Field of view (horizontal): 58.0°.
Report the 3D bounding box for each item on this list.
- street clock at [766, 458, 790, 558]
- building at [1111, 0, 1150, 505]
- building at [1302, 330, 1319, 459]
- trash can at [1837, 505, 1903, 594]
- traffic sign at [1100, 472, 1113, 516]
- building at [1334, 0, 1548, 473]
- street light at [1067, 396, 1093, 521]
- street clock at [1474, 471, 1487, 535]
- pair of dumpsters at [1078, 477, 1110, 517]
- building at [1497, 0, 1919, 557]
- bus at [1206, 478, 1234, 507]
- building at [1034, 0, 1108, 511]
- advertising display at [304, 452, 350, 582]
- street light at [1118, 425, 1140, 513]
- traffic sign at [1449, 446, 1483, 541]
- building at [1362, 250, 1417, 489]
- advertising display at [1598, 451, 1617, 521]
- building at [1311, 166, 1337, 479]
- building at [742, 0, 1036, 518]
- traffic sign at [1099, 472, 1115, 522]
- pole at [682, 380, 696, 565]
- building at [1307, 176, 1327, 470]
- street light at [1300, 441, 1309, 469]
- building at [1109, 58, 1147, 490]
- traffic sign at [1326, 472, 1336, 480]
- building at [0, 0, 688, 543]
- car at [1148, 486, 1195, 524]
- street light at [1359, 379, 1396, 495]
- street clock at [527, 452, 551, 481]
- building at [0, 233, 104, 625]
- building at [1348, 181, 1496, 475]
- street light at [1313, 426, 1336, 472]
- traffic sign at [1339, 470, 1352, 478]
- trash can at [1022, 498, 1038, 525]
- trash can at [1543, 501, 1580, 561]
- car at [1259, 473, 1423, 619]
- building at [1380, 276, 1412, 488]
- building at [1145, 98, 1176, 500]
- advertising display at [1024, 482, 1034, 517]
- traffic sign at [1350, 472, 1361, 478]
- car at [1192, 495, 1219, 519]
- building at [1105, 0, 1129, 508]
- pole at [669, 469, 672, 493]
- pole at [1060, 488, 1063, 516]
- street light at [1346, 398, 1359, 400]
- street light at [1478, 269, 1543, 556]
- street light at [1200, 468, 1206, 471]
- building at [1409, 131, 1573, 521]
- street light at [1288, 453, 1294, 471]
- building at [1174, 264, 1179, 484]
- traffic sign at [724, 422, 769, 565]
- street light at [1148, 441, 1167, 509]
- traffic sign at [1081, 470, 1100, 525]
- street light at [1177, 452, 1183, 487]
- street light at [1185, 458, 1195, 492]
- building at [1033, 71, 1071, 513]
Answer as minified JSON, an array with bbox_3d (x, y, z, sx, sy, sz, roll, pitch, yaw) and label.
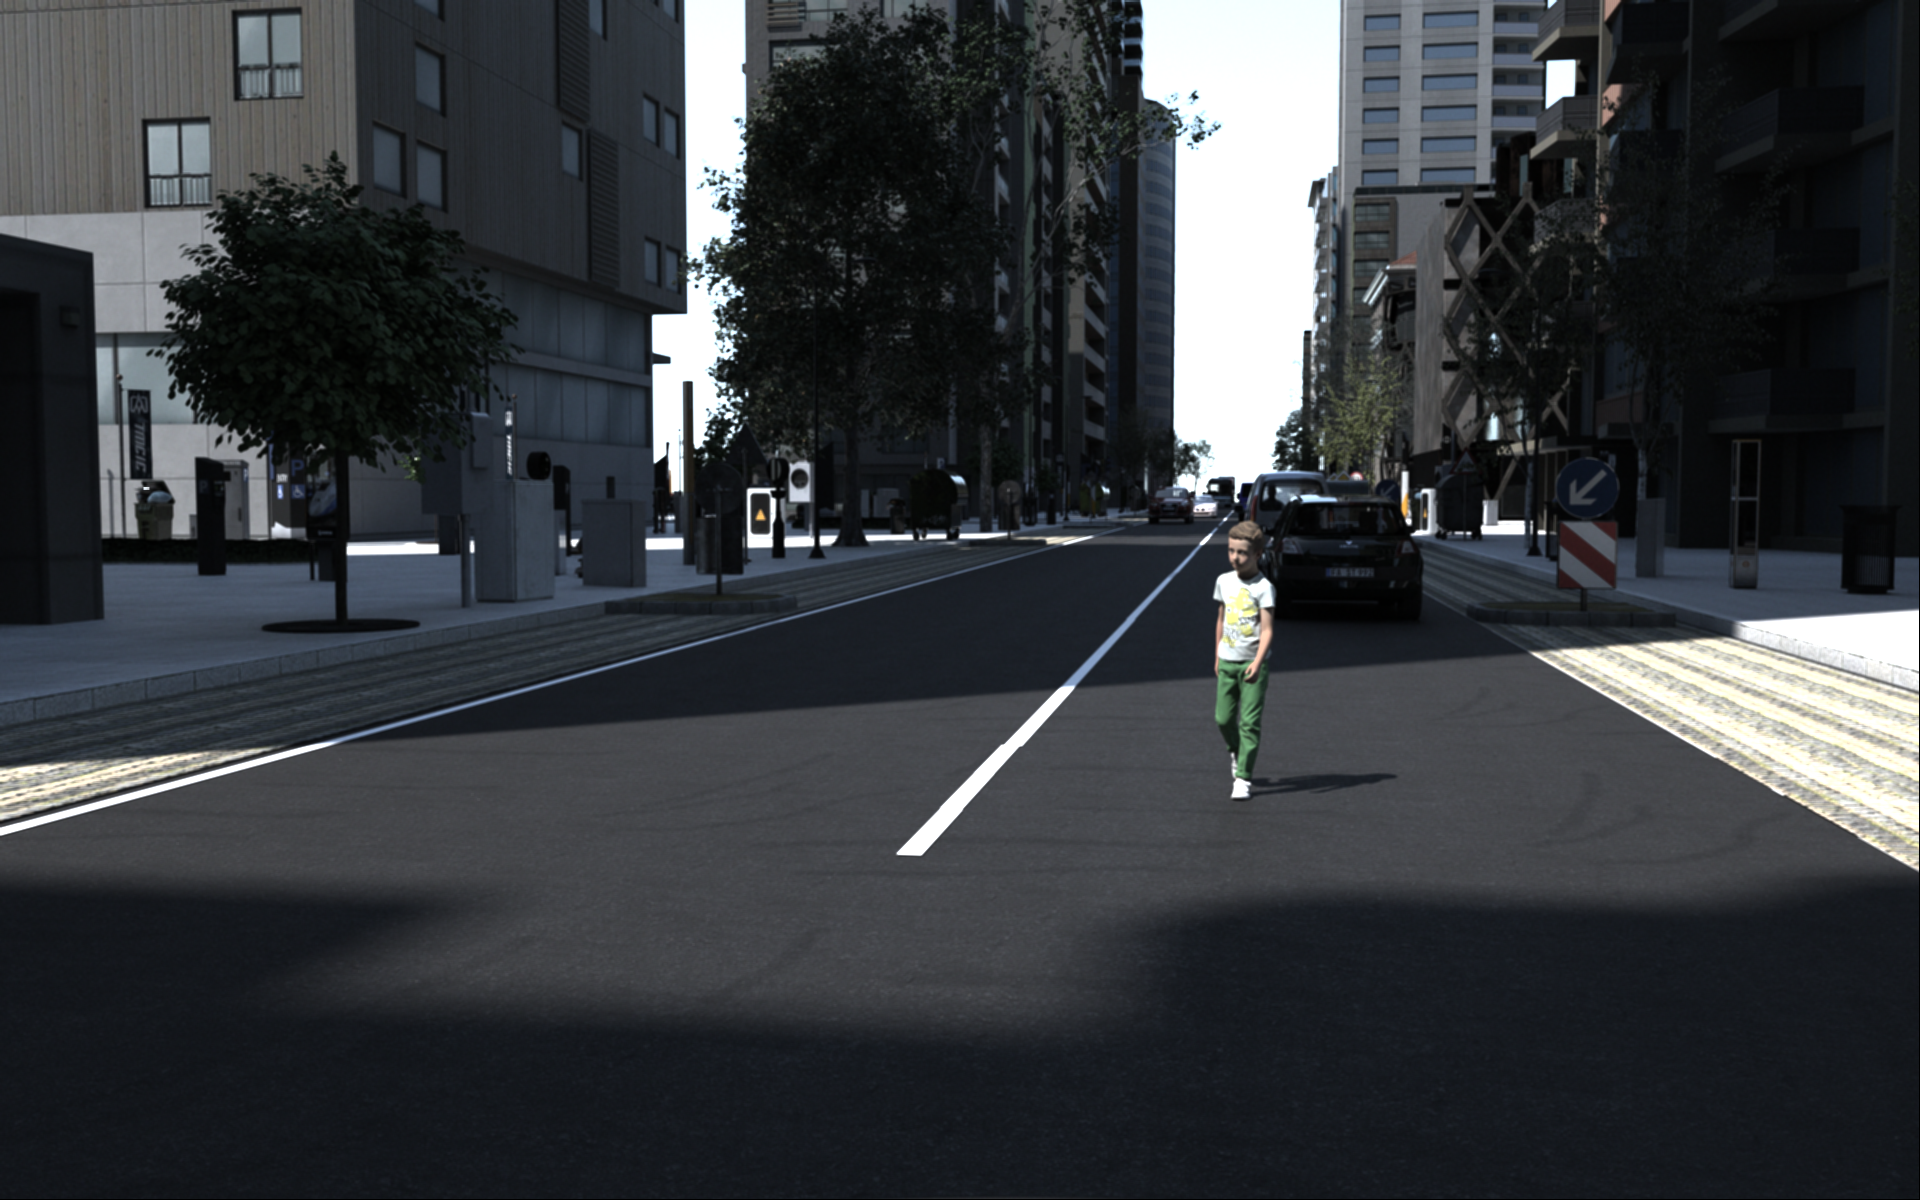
[{"bbox_3d":[-3.636,-1.841,34.665,0.358,2.002,0.471,-3,5,-44],"label":"street clock"},{"bbox_3d":[11.783,-54.566,204.821,22.319,86.520,31.000,1,4,9],"label":"building"},{"bbox_3d":[66.543,-32.390,301.283,14.160,30.474,14.107,1,4,9],"label":"building"},{"bbox_3d":[11.707,-0.652,22.316,0.748,1.137,0.748,0,3,0],"label":"trash can"},{"bbox_3d":[8.558,-6.204,101.535,0.768,2.556,0.104,1,4,12],"label":"traffic sign"},{"bbox_3d":[50.671,-39.253,183.790,21.231,58.520,28.212,1,4,9],"label":"building"},{"bbox_3d":[5.582,-6.691,81.943,1.470,5.913,1.316,1,4,9],"label":"street light"},{"bbox_3d":[15.983,-2.987,53.407,0.471,2.002,0.358,2,4,26],"label":"street clock"},{"bbox_3d":[7.498,-5.807,97.444,1.574,2.255,4.437,1,4,10],"label":"pair of dumpsters"},{"bbox_3d":[27.788,-23.940,46.043,22.147,44.769,28.867,1,4,9],"label":"building"},{"bbox_3d":[28.392,-11.896,189.353,2.948,3.499,13.247,1,4,9],"label":"bus"},{"bbox_3d":[0.793,-31.900,145.266,21.300,48.544,21.600,1,4,9],"label":"building"},{"bbox_3d":[-9.317,-1.241,25.505,0.974,1.923,0.123,3,4,38],"label":"advertising display"},{"bbox_3d":[11.374,-8.815,116.664,1.470,5.913,1.316,1,4,9],"label":"street light"},{"bbox_3d":[13.729,-2.877,47.035,0.884,2.594,0.081,1,4,18],"label":"traffic sign"},{"bbox_3d":[38.912,-18.552,139.475,11.583,22.565,21.152,1,4,9],"label":"building"},{"bbox_3d":[9.833,-1.290,26.310,0.123,1.923,0.974,2,4,28],"label":"advertising display"},{"bbox_3d":[62.774,-38.616,250.975,23.786,49.044,30.456,1,4,9],"label":"building"},{"bbox_3d":[-3.548,-25.327,97.691,14.154,41.232,14.086,1,4,9],"label":"building"},{"bbox_3d":[6.794,-4.696,80.424,0.795,2.450,0.064,1,4,9],"label":"traffic sign"},{"bbox_3d":[-4.887,-2.284,31.189,0.158,3.312,0.155,0,3,0],"label":"pole"},{"bbox_3d":[70.637,-42.180,278.874,28.713,52.752,27.495,1,4,9],"label":"building"},{"bbox_3d":[31.835,-11.381,158.616,1.470,5.913,1.316,1,4,9],"label":"street light"},{"bbox_3d":[12.275,-32.600,183.128,14.600,45.320,14.200,1,4,9],"label":"building"},{"bbox_3d":[16.994,-4.591,78.708,0.795,2.450,0.064,1,4,9],"label":"traffic sign"},{"bbox_3d":[-26.144,-28.733,59.019,27.495,52.752,28.713,1,4,9],"label":"building"},{"bbox_3d":[10.363,-4.652,84.740,2.281,1.827,5.304,1,4,10],"label":"car"},{"bbox_3d":[17.051,-5.977,70.259,1.470,5.913,1.316,1,4,9],"label":"street light"},{"bbox_3d":[-7.223,-1.540,29.755,0.358,2.002,0.471,1,4,13],"label":"street clock"},{"bbox_3d":[-19.588,-35.141,12.810,20.563,71.187,20.611,1,4,9],"label":"building"},{"bbox_3d":[44.034,-24.006,164.194,14.160,30.474,14.107,1,4,9],"label":"building"},{"bbox_3d":[25.016,-8.897,118.002,1.470,5.913,1.316,1,4,9],"label":"street light"},{"bbox_3d":[15.680,-4.109,70.831,0.795,2.450,0.064,1,4,9],"label":"traffic sign"},{"bbox_3d":[2.884,-3.657,71.443,0.748,1.137,0.748,0,3,0],"label":"trash can"},{"bbox_3d":[11.539,-1.315,33.160,0.748,1.137,0.748,0,3,0],"label":"trash can"},{"bbox_3d":[4.630,-0.703,21.276,2.009,1.686,4.222,1,4,8],"label":"car"},{"bbox_3d":[37.898,-15.480,120.553,16.820,18.784,16.811,1,4,9],"label":"building"},{"bbox_3d":[20.564,-43.628,255.312,21.231,58.520,28.212,1,4,9],"label":"building"},{"bbox_3d":[3.843,-5.586,96.547,0.123,1.923,0.974,2,4,32],"label":"advertising display"},{"bbox_3d":[22.499,-6.009,98.358,0.768,2.556,0.104,1,4,17],"label":"traffic sign"},{"bbox_3d":[14.323,-5.534,102.840,2.083,1.381,4.827,1,4,9],"label":"car"},{"bbox_3d":[6.013,-44.496,165.768,20.563,71.187,20.611,1,4,9],"label":"building"},{"bbox_3d":[-23.892,-9.126,143.048,0.158,3.312,0.155,0,3,0],"label":"pole"},{"bbox_3d":[5.907,-6.531,100.631,0.158,3.312,0.155,0,3,0],"label":"pole"},{"bbox_3d":[19.288,-6.791,83.573,1.470,5.913,1.316,1,4,9],"label":"street light"},{"bbox_3d":[11.379,-3.870,35.821,1.470,5.913,1.316,1,4,9],"label":"street light"},{"bbox_3d":[37.514,-18.364,272.786,1.470,5.913,1.316,1,4,9],"label":"street light"},{"bbox_3d":[32.267,-13.431,87.050,16.811,18.784,16.820,1,4,9],"label":"building"},{"bbox_3d":[37.747,-13.523,193.634,1.470,5.913,1.316,1,4,9],"label":"street light"},{"bbox_3d":[23.990,-40.711,285.224,23.786,49.044,30.456,1,4,9],"label":"building"},{"bbox_3d":[-3.883,-1.918,31.355,0.884,2.594,0.081,1,4,16],"label":"traffic sign"},{"bbox_3d":[17.905,-11.221,156.006,1.470,5.913,1.316,1,4,9],"label":"street light"},{"bbox_3d":[5.479,-4.214,72.548,0.795,2.450,0.064,1,4,9],"label":"traffic sign"},{"bbox_3d":[23.641,-13.328,190.458,1.470,5.913,1.316,1,4,9],"label":"street light"},{"bbox_3d":[31.552,-16.238,238.027,1.470,5.913,1.316,1,4,9],"label":"street light"},{"bbox_3d":[-0.065,-21.290,119.799,14.160,30.474,14.107,1,4,9],"label":"building"}]
